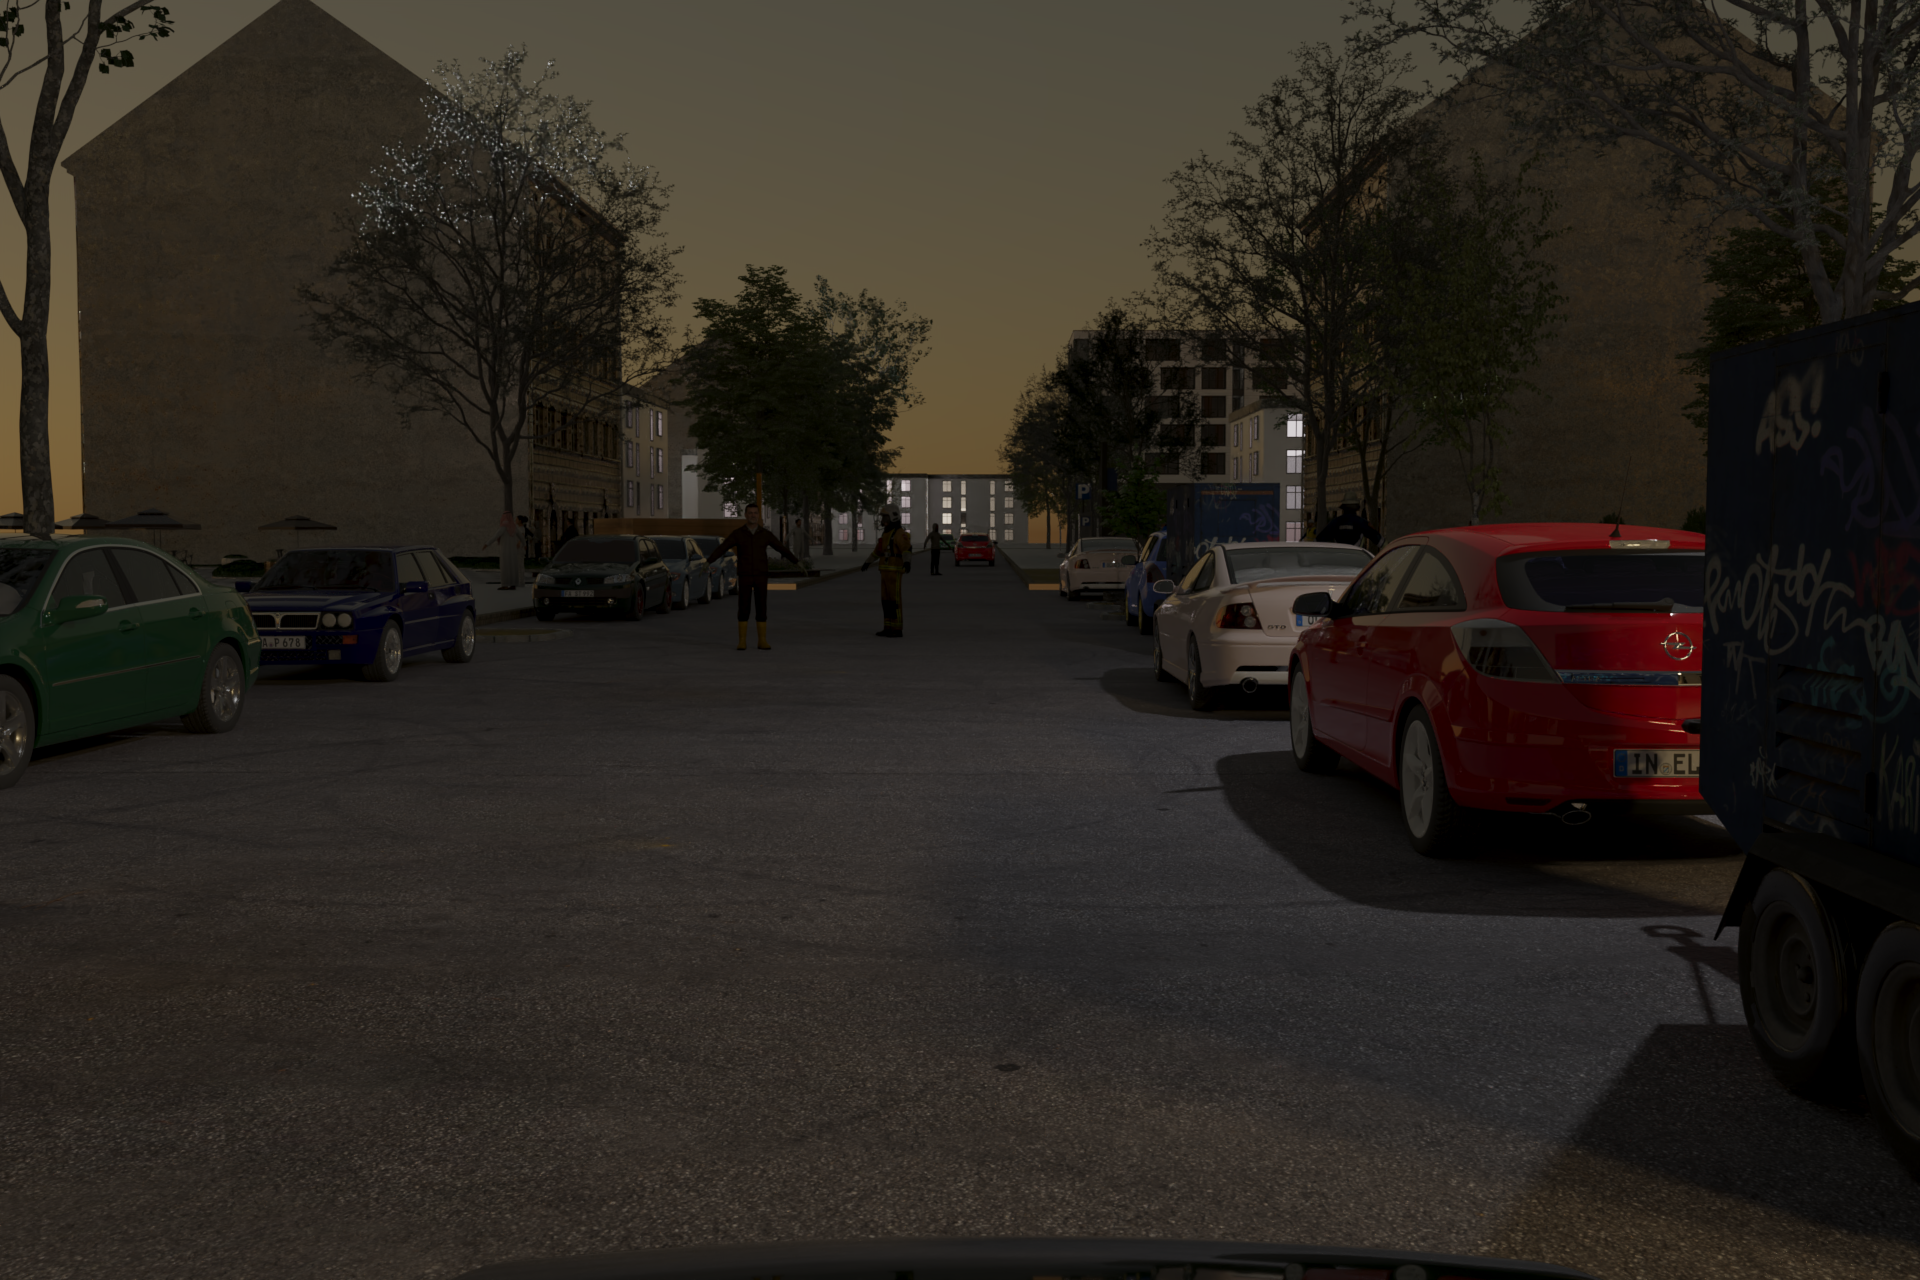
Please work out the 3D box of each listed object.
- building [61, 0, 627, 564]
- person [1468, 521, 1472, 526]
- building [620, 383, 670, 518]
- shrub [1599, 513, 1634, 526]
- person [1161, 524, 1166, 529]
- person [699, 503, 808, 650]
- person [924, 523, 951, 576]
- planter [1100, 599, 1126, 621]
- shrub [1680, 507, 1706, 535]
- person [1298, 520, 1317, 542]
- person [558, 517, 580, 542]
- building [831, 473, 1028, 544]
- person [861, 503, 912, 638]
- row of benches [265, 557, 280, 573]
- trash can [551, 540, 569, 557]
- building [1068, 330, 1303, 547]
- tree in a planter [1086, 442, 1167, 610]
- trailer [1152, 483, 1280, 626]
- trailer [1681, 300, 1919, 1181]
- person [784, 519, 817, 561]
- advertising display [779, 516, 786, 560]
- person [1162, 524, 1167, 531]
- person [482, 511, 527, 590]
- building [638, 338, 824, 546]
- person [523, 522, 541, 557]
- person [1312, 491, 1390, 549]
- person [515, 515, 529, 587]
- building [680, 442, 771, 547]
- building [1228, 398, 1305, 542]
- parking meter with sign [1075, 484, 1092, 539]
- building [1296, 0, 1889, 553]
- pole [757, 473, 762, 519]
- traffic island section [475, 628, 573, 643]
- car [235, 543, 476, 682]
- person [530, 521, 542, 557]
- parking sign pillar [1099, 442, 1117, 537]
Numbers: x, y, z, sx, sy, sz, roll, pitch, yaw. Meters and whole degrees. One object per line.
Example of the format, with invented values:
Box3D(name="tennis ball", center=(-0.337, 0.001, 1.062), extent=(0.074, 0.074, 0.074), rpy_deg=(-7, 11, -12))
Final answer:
Box3D(name="building", center=(-26.713, -15.211, 79.621), extent=(19.493, 23.208, 18.063), rpy_deg=(0, 4, 1))
Box3D(name="person", center=(19.644, -3.694, 66.669), extent=(1.348, 1.796, 0.705), rpy_deg=(-2, 4, -33))
Box3D(name="building", center=(-22.706, -10.188, 108.723), extent=(9.099, 9.664, 28.070), rpy_deg=(0, 4, 1))
Box3D(name="shrub", center=(22.515, -3.416, 59.895), extent=(1.661, 2.075, 1.752), rpy_deg=(0, 3, 0))
Box3D(name="person", center=(8.585, -4.108, 73.022), extent=(0.705, 1.847, 1.347), rpy_deg=(1, 4, 22))
Box3D(name="person", center=(-2.564, -0.786, 21.441), extent=(1.346, 1.812, 0.704), rpy_deg=(-1, 4, -15))
Box3D(name="person", center=(-0.830, -3.145, 60.011), extent=(0.705, 1.813, 1.348), rpy_deg=(3, 5, 43))
Box3D(name="planter", center=(3.391, -0.505, 29.396), extent=(1.991, 0.319, 1.994), rpy_deg=(0, 4, 2))
Box3D(name="shrub", center=(19.894, -2.605, 46.631), extent=(1.661, 2.075, 1.752), rpy_deg=(0, 3, 0))
Box3D(name="person", center=(13.280, -3.649, 65.629), extent=(0.705, 1.833, 1.349), rpy_deg=(-2, 4, -26))
Box3D(name="person", center=(-13.020, -3.172, 57.793), extent=(0.705, 1.837, 1.347), rpy_deg=(2, 4, 24))
Box3D(name="building", center=(-4.459, -18.031, 239.414), extent=(28.070, 9.664, 9.099), rpy_deg=(0, 4, 2))
Box3D(name="person", center=(-0.976, -0.970, 24.092), extent=(0.705, 1.858, 1.354), rpy_deg=(-2, 4, -30))
Box3D(name="row of benches", center=(-17.504, -1.819, 45.204), extent=(1.422, 0.672, 4.104), rpy_deg=(-2, 4, -30))
Box3D(name="trash can", center=(-9.007, -1.720, 39.767), extent=(0.748, 1.137, 0.748), rpy_deg=(0, 3, 0))
Box3D(name="building", center=(25.624, -21.137, 189.571), extent=(27.936, 21.610, 32.646), rpy_deg=(0, 4, 1))
Box3D(name="tree in a planter", center=(3.466, -2.224, 33.577), extent=(1.991, 3.239, 1.994), rpy_deg=(0, 4, 0))
Box3D(name="trailer", center=(3.094, -0.869, 21.259), extent=(1.471, 1.999, 3.904), rpy_deg=(0, 4, 0))
Box3D(name="trailer", center=(2.827, 0.139, 4.784), extent=(1.471, 1.999, 3.904), rpy_deg=(0, 4, 1))
Box3D(name="person", center=(-5.505, -3.247, 59.270), extent=(1.347, 1.806, 0.705), rpy_deg=(-3, 5, -40))
Box3D(name="advertising display", center=(-6.309, -3.457, 61.732), extent=(0.123, 1.923, 0.974), rpy_deg=(0, 4, 1))
Box3D(name="person", center=(5.241, -2.246, 42.705), extent=(0.704, 1.831, 1.345), rpy_deg=(3, 4, 37))
Box3D(name="person", center=(-10.393, -2.055, 39.740), extent=(0.704, 1.811, 1.347), rpy_deg=(2, 4, 30))
Box3D(name="building", center=(-25.307, -22.241, 194.563), extent=(19.493, 23.208, 18.063), rpy_deg=(0, 4, 1))
Box3D(name="person", center=(-17.247, -3.836, 68.502), extent=(1.354, 1.856, 0.705), rpy_deg=(0, 4, 6))
Box3D(name="person", center=(5.199, -1.052, 23.064), extent=(1.351, 1.845, 0.704), rpy_deg=(2, 4, 31))
Box3D(name="person", center=(-10.700, -2.142, 41.785), extent=(0.721, 1.739, 1.217), rpy_deg=(-1, 4, -20))
Box3D(name="building", center=(-23.085, -14.013, 171.263), extent=(9.099, 9.664, 28.070), rpy_deg=(0, 4, 0))
Box3D(name="building", center=(23.190, -10.098, 107.258), extent=(9.099, 9.664, 28.070), rpy_deg=(0, 4, 0))
Box3D(name="parking meter with sign", center=(4.246, -3.843, 59.101), extent=(0.543, 3.016, 1.738), rpy_deg=(0, 4, 1))
Box3D(name="building", center=(25.933, -14.970, 75.681), extent=(19.493, 23.208, 18.063), rpy_deg=(0, 4, 1))
Box3D(name="pole", center=(-6.721, -3.928, 58.068), extent=(0.158, 3.312, 0.155), rpy_deg=(0, 3, 0))
Box3D(name="traffic island section", center=(-6.437, -0.059, 23.838), extent=(1.991, 0.108, 1.994), rpy_deg=(0, 4, 2))
Box3D(name="car", center=(-6.334, -0.331, 17.986), extent=(1.945, 1.354, 3.894), rpy_deg=(0, 4, 1))
Box3D(name="person", center=(-17.183, -3.925, 70.299), extent=(0.705, 1.813, 1.348), rpy_deg=(-2, 4, -28))
Box3D(name="parking sign pillar", center=(4.370, -3.848, 51.385), extent=(1.447, 3.967, 1.447), rpy_deg=(0, 4, 1))
